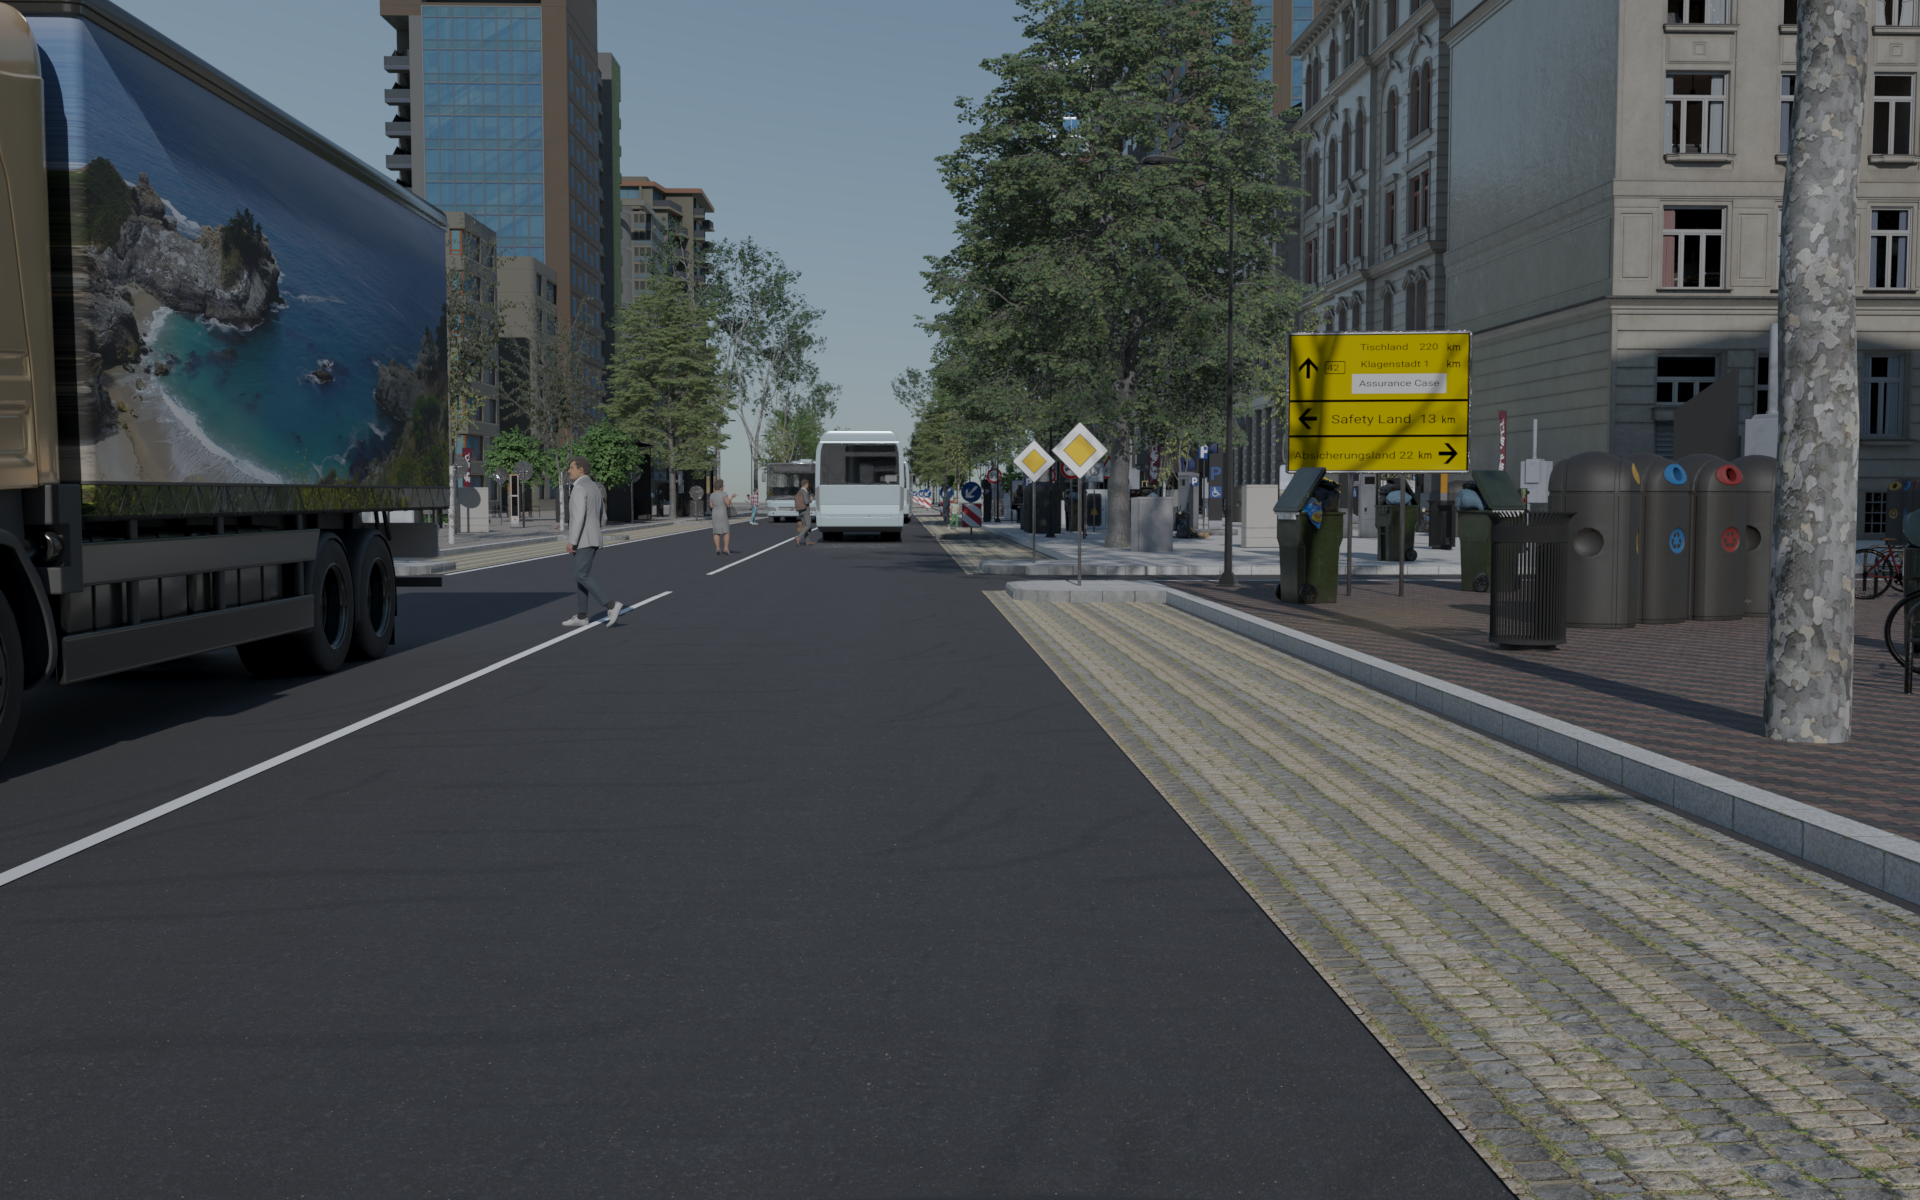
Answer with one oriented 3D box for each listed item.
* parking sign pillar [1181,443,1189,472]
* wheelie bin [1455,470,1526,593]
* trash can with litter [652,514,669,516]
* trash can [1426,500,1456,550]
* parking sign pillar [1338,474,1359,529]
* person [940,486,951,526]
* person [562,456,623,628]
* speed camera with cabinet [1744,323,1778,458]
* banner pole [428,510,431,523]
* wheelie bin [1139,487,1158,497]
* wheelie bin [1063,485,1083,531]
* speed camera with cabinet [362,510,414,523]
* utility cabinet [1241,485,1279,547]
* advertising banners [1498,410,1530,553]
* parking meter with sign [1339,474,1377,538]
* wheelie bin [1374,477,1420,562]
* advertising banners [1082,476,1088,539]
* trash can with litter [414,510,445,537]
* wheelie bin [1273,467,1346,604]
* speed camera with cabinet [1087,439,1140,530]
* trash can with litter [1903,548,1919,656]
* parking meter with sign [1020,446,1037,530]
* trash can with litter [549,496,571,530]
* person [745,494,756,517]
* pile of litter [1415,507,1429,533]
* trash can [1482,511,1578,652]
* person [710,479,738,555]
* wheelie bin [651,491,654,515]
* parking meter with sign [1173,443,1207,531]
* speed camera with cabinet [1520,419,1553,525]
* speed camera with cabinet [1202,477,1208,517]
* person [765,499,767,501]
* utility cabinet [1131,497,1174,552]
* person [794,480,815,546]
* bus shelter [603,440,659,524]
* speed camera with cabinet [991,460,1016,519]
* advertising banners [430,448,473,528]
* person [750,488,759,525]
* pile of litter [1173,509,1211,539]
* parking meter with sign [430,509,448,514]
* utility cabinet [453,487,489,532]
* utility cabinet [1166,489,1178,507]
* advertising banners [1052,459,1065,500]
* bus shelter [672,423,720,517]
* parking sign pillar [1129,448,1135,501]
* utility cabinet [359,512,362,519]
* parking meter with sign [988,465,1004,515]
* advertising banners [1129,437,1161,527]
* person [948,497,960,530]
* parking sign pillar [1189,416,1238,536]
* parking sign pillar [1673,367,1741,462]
[{"bbox_3d":[11.932,-6.208,89.980,1.447,3.967,1.447,-1,4,-19],"label":"parking sign pillar"},{"bbox_3d":[6.934,-0.910,22.791,0.980,1.594,0.693,-2,4,-30],"label":"wheelie bin"},{"bbox_3d":[-18.029,-5.494,100.890,2.233,1.210,1.678,-1,4,-19],"label":"trash can with litter"},{"bbox_3d":[11.166,-1.739,40.094,0.748,1.137,0.748,0,3,0],"label":"trash can"},{"bbox_3d":[14.498,-4.646,64.427,1.447,3.967,1.447,2,4,31],"label":"parking sign pillar"},{"bbox_3d":[-0.618,-4.251,78.099,0.391,1.810,0.635,-1,4,-22],"label":"person"},{"bbox_3d":[-3.974,-0.635,18.722,0.795,1.843,0.661,1,4,13],"label":"person"},{"bbox_3d":[8.890,-1.553,19.735,2.038,3.252,0.660,-2,4,-23],"label":"speed camera with cabinet"},{"bbox_3d":[-17.056,-3.997,55.368,0.401,3.779,0.863,-2,4,-32],"label":"banner pole"},{"bbox_3d":[7.779,-3.946,72.432,0.980,1.594,0.693,0,4,5],"label":"wheelie bin"},{"bbox_3d":[3.969,-3.176,59.844,0.693,1.594,0.980,-1,4,-19],"label":"wheelie bin"},{"bbox_3d":[-13.188,-2.690,38.324,2.038,3.252,0.660,-3,5,-41],"label":"speed camera with cabinet"},{"bbox_3d":[7.313,-1.996,41.313,1.173,1.500,0.318,-1,4,-14],"label":"utility cabinet"},{"bbox_3d":[11.798,-2.494,36.969,0.090,3.025,2.074,3,4,36],"label":"advertising banners"},{"bbox_3d":[11.898,-3.297,50.172,1.738,3.016,0.543,0,4,5],"label":"parking meter with sign"},{"bbox_3d":[8.341,-1.540,33.091,0.693,1.594,0.980,-1,4,-16],"label":"wheelie bin"},{"bbox_3d":[3.572,-3.274,49.711,0.090,3.025,2.074,0,4,7],"label":"advertising banners"},{"bbox_3d":[-16.392,-2.542,52.625,1.678,1.210,2.233,-2,4,-23],"label":"trash can with litter"},{"bbox_3d":[4.141,-0.772,20.524,0.693,1.594,0.980,-1,4,-18],"label":"wheelie bin"},{"bbox_3d":[5.447,-4.153,62.239,2.038,3.252,0.660,3,5,39],"label":"speed camera with cabinet"},{"bbox_3d":[7.869,-0.145,13.766,0.624,1.170,1.055,1,4,20],"label":"trash can with litter"},{"bbox_3d":[2.512,-4.053,62.524,0.543,3.016,1.738,1,4,11],"label":"parking meter with sign"},{"bbox_3d":[-14.242,-3.197,63.322,1.678,1.210,2.233,-2,4,-30],"label":"trash can with litter"},{"bbox_3d":[-13.062,-5.907,108.269,0.628,1.438,0.799,1,4,10],"label":"person"},{"bbox_3d":[15.755,-2.675,57.695,1.176,0.858,1.719,1,4,17],"label":"pile of litter"},{"bbox_3d":[4.685,-0.160,14.272,0.748,1.137,0.748,0,3,0],"label":"trash can"},{"bbox_3d":[-5.498,-1.944,40.641,0.716,1.782,0.532,2,4,27],"label":"person"},{"bbox_3d":[-16.193,-4.976,89.268,0.980,1.594,0.693,-3,4,-38],"label":"wheelie bin"},{"bbox_3d":[7.859,-3.868,59.502,0.543,3.016,1.738,-2,4,-31],"label":"parking meter with sign"},{"bbox_3d":[15.825,-3.129,45.493,2.038,3.252,0.660,3,4,38],"label":"speed camera with cabinet"},{"bbox_3d":[13.962,-6.293,97.221,0.660,3.252,2.038,1,4,13],"label":"speed camera with cabinet"},{"bbox_3d":[-11.770,-6.137,109.666,1.217,1.723,0.721,-1,4,-14],"label":"person"},{"bbox_3d":[4.289,-1.685,38.710,1.020,1.237,0.306,-2,4,-34],"label":"utility cabinet"},{"bbox_3d":[-4.332,-2.414,47.935,0.822,1.834,0.622,-3,5,-42],"label":"person"},{"bbox_3d":[-14.923,-5.336,78.525,1.731,3.624,6.357,0,4,-2],"label":"bus shelter"},{"bbox_3d":[2.402,-5.792,89.042,2.038,3.252,0.660,3,4,39],"label":"speed camera with cabinet"},{"bbox_3d":[-19.047,-4.207,64.968,0.090,3.025,2.074,2,4,33],"label":"advertising banners"},{"bbox_3d":[-9.670,-4.402,81.310,0.643,1.720,0.563,-2,4,-34],"label":"person"},{"bbox_3d":[6.689,-2.221,50.285,1.176,0.858,1.719,0,4,8],"label":"pile of litter"},{"bbox_3d":[-24.496,-5.184,81.017,0.543,3.016,1.738,-3,5,-40],"label":"parking meter with sign"},{"bbox_3d":[-16.277,-2.985,57.479,1.173,1.500,0.318,-2,4,-28],"label":"utility cabinet"},{"bbox_3d":[10.266,-4.535,82.832,0.318,1.500,1.173,-1,4,-22],"label":"utility cabinet"},{"bbox_3d":[4.904,-5.521,86.454,0.090,3.025,2.074,1,4,23],"label":"advertising banners"},{"bbox_3d":[-15.444,-7.518,100.545,2.179,5.291,8.768,0,4,-2],"label":"bus shelter"},{"bbox_3d":[8.954,-6.527,95.182,1.447,3.967,1.447,0,4,0],"label":"parking sign pillar"},{"bbox_3d":[-14.238,-1.909,39.899,1.173,1.500,0.318,-2,4,-28],"label":"utility cabinet"},{"bbox_3d":[2.373,-6.603,104.216,0.543,3.016,1.738,2,4,35],"label":"parking meter with sign"},{"bbox_3d":[5.385,-3.487,53.203,0.090,3.025,2.074,-3,5,-44],"label":"advertising banners"},{"bbox_3d":[-0.242,-3.478,69.606,0.306,1.304,0.590,-3,5,-44],"label":"person"},{"bbox_3d":[7.980,-4.015,54.115,1.447,3.967,1.447,0,4,7],"label":"parking sign pillar"},{"bbox_3d":[16.125,-2.993,37.414,1.447,3.967,1.447,3,5,42],"label":"parking sign pillar"}]
